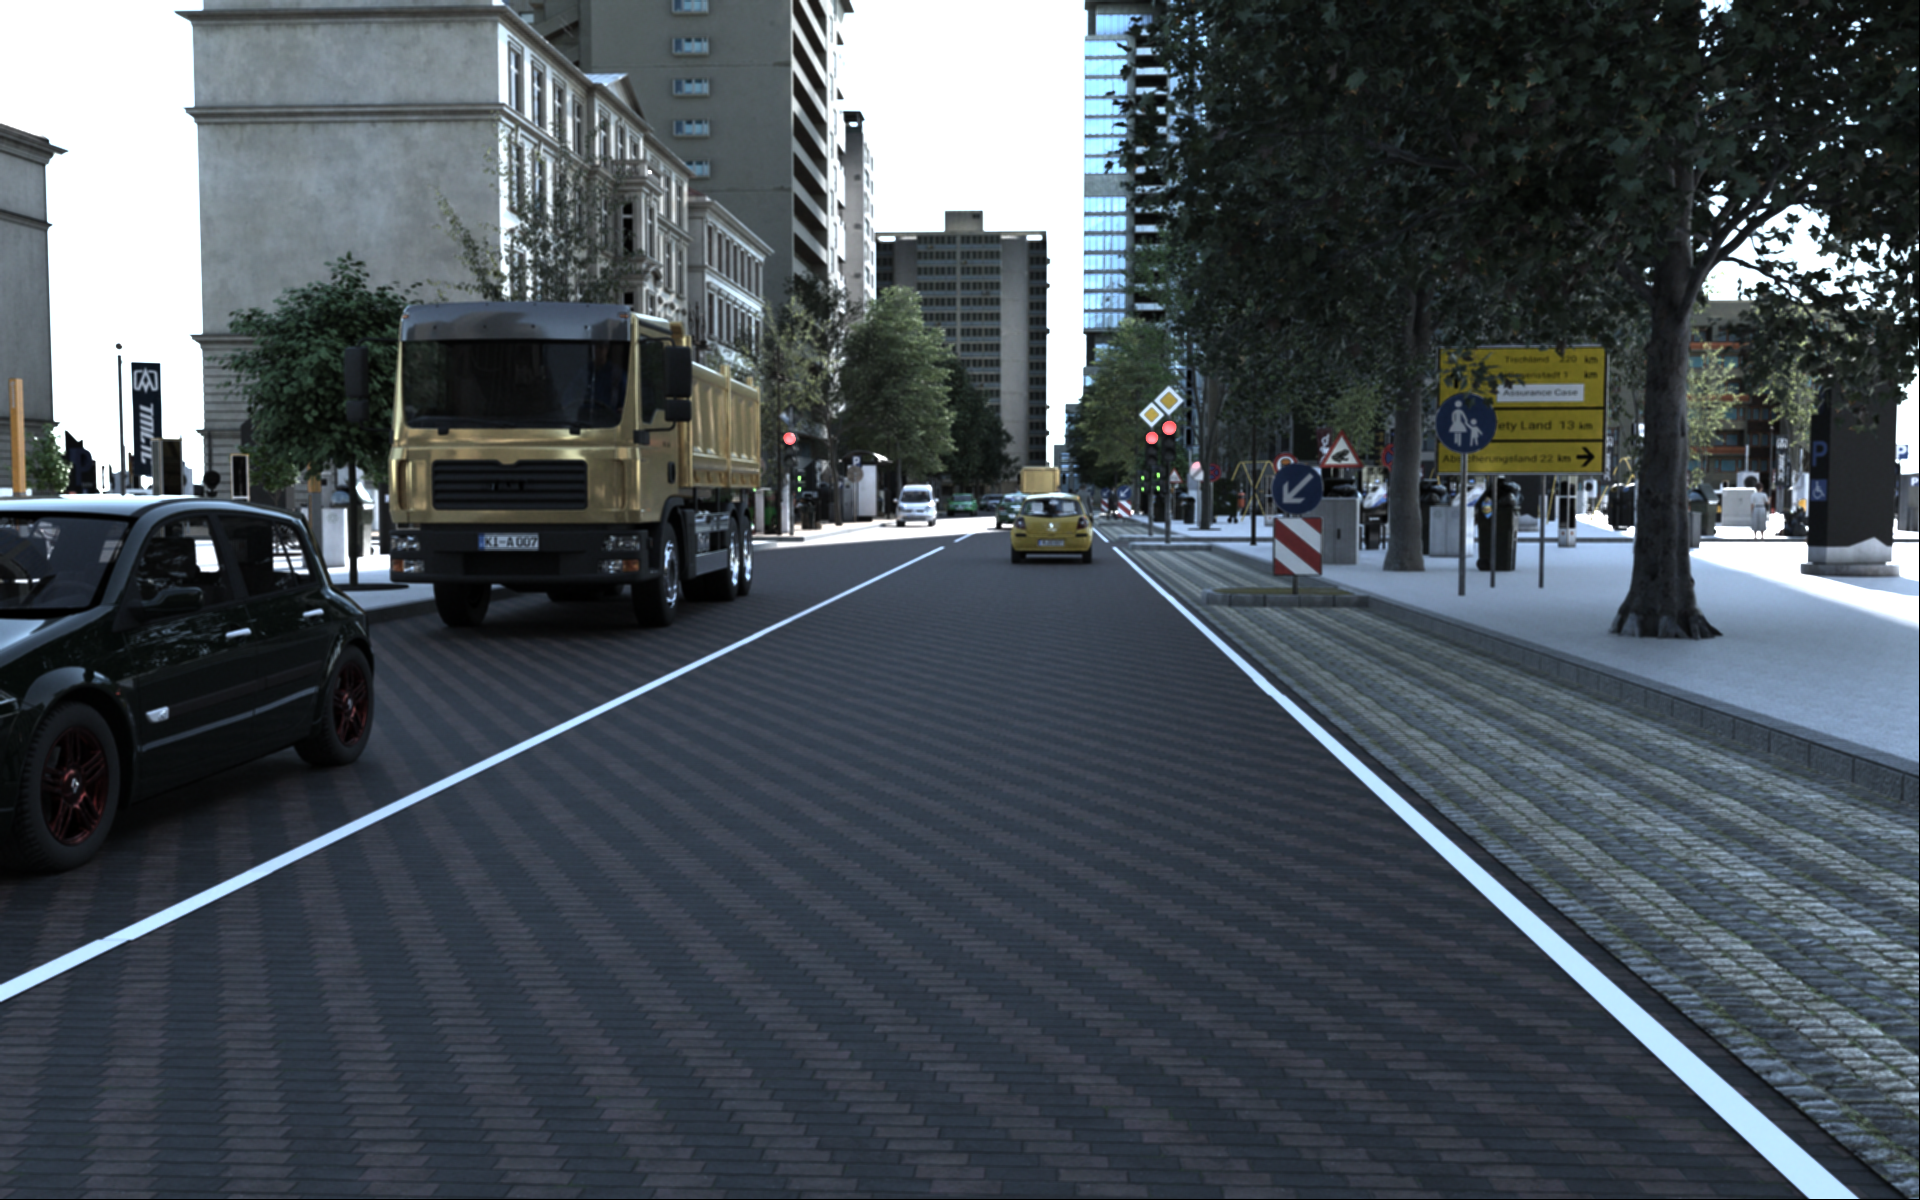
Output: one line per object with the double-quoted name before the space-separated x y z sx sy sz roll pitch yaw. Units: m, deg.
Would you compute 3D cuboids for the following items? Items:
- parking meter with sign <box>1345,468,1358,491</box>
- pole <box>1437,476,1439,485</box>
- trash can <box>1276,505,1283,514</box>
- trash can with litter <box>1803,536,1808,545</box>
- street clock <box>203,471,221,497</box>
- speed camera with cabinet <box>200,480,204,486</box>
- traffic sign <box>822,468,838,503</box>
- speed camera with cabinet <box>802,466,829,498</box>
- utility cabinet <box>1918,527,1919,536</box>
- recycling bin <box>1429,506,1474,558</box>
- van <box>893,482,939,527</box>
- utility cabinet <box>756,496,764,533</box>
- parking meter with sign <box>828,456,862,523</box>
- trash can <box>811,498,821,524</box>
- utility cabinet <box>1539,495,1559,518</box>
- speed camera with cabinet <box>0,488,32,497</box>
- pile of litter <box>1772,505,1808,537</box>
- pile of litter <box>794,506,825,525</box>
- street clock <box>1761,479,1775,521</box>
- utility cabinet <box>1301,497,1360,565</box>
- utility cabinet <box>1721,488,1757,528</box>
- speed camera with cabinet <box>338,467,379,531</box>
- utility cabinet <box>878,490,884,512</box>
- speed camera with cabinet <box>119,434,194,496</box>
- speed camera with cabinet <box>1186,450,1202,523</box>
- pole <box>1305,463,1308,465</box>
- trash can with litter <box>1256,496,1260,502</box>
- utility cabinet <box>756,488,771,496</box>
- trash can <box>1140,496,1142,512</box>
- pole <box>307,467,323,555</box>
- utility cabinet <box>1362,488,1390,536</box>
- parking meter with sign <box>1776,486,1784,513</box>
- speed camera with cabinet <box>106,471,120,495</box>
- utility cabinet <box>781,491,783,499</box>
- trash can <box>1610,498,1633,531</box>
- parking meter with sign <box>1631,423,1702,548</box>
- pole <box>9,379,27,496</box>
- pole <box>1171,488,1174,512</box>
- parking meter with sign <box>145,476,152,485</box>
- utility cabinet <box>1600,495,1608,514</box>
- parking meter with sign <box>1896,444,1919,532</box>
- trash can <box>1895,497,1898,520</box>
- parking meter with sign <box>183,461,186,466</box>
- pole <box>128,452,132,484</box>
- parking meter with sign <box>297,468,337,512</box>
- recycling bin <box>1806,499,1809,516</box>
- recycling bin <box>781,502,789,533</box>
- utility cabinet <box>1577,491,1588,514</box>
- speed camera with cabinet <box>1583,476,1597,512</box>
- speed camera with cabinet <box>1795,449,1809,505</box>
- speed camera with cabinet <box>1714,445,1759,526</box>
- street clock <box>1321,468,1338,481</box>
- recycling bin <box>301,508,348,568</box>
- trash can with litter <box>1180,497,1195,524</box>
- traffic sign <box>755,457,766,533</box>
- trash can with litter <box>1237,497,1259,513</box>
"parking meter with sign" 20.688 -5.669 88.946 1.738 3.016 0.543 2 4 25
"pole" 33.920 -7.896 122.943 0.158 3.312 0.155 0 3 0
"trash can" 20.834 -6.160 112.373 0.748 1.137 0.748 0 3 0
"trash can with litter" 21.437 -1.938 43.070 0.624 1.170 1.055 -1 4 -17
"street clock" -23.349 -3.028 54.074 0.471 2.002 0.358 -3 5 -43
"speed camera with cabinet" -45.193 -6.806 105.613 2.038 3.252 0.660 -3 5 -42
"traffic sign" -6.239 -5.081 83.180 0.768 2.556 0.104 0 4 7
"speed camera with cabinet" -10.190 -7.886 123.266 2.038 3.252 0.660 1 4 21
"utility cabinet" 29.333 -2.661 52.189 0.318 1.500 1.173 0 4 5
"recycling bin" 10.059 -1.399 35.421 0.722 1.027 0.722 2 4 33
"van" -1.943 -4.302 77.351 2.013 2.044 4.112 0 4 1
"utility cabinet" -6.746 -2.857 57.872 1.020 1.237 0.306 0 4 -3
"parking meter with sign" -5.225 -5.033 78.553 0.543 3.016 1.738 3 5 39
"trash can" -6.029 -3.634 71.063 0.748 1.137 0.748 0 3 0
"utility cabinet" 31.677 -5.013 93.130 1.020 1.237 0.306 -1 4 -11
"speed camera with cabinet" -25.889 -3.170 46.164 0.660 3.252 2.038 2 4 30
"pile of litter" 25.089 -2.330 52.064 1.176 0.858 1.719 -1 4 -13
"pile of litter" -6.461 -3.633 73.366 1.719 0.858 1.176 -2 4 -28
"street clock" 38.083 -4.725 81.823 0.471 2.002 0.358 2 4 31
"utility cabinet" 6.804 -1.264 31.830 1.020 1.237 0.306 2 4 27
"utility cabinet" 29.495 -3.481 65.585 1.173 1.500 0.318 3 5 41
"speed camera with cabinet" -20.431 -3.993 59.629 0.660 3.252 2.038 2 4 28
"utility cabinet" -4.682 -5.531 99.103 0.318 1.500 1.173 -2 4 -26
"speed camera with cabinet" -26.328 -3.826 56.885 2.038 3.252 0.660 -1 4 -8
"speed camera with cabinet" 10.426 -5.058 77.032 0.660 3.252 2.038 0 4 6
"pole" 22.840 -7.369 114.321 0.158 3.312 0.155 0 3 0
"trash can with litter" 18.407 -5.997 109.432 1.055 1.170 0.624 1 4 16
"utility cabinet" -11.684 -5.881 104.840 1.173 1.500 0.318 0 4 1
"trash can" 12.757 -6.817 123.109 0.748 1.137 0.748 0 3 0
"pole" -10.314 -2.068 27.651 0.158 3.312 0.155 0 3 0
"utility cabinet" 12.884 -2.701 52.838 1.173 1.500 0.318 -1 4 -19
"parking meter with sign" 54.287 -7.239 114.619 0.543 3.016 1.738 1 4 21
"speed camera with cabinet" -34.288 -4.658 70.488 0.660 3.252 2.038 -2 4 -35
"utility cabinet" -12.244 -6.535 115.518 1.173 1.500 0.318 3 4 37
"trash can" 23.349 -3.028 61.155 0.748 1.137 0.748 0 3 0
"parking meter with sign" 17.162 -2.798 42.012 0.543 3.016 1.738 -2 4 -30
"pole" -16.678 -2.254 30.690 0.158 3.312 0.155 0 3 0
"pole" 15.053 -7.882 122.714 0.158 3.312 0.155 0 3 0
"parking meter with sign" -57.936 -7.874 125.000 1.738 3.016 0.543 2 4 27
"utility cabinet" 42.618 -6.296 114.104 1.020 1.237 0.306 -2 4 -32
"parking meter with sign" 32.564 -3.861 59.390 0.543 3.016 1.738 0 4 5
"trash can" 47.888 -4.753 89.369 0.748 1.137 0.748 0 3 0
"parking meter with sign" -41.350 -5.863 92.123 0.543 3.016 1.738 -1 4 -18
"pole" -39.877 -5.470 83.276 0.158 3.312 0.155 0 3 0
"parking meter with sign" -21.325 -3.756 57.668 0.543 3.016 1.738 1 4 18
"recycling bin" 40.444 -4.245 81.956 0.722 1.027 0.722 2 4 29
"recycling bin" -5.915 -2.705 56.777 0.722 1.027 0.722 0 4 5
"utility cabinet" 38.572 -6.051 107.614 0.318 1.500 1.173 -1 4 -11
"speed camera with cabinet" 39.189 -7.051 109.617 2.038 3.252 0.660 3 5 41
"speed camera with cabinet" 36.935 -4.914 74.685 0.660 3.252 2.038 -1 4 -21
"speed camera with cabinet" 30.957 -4.601 69.564 2.038 3.252 0.660 0 4 1
"street clock" 7.824 -1.964 36.689 0.358 2.002 0.471 2 4 30
"recycling bin" -11.171 -1.095 30.460 0.722 1.027 0.722 -1 4 -16
"trash can with litter" 9.829 -3.869 74.644 0.624 1.170 1.055 1 4 9
"traffic sign" -6.817 -3.507 57.445 0.768 2.556 0.104 1 4 11
"trash can with litter" 19.678 -6.464 116.737 1.678 1.210 2.233 -3 5 -43
